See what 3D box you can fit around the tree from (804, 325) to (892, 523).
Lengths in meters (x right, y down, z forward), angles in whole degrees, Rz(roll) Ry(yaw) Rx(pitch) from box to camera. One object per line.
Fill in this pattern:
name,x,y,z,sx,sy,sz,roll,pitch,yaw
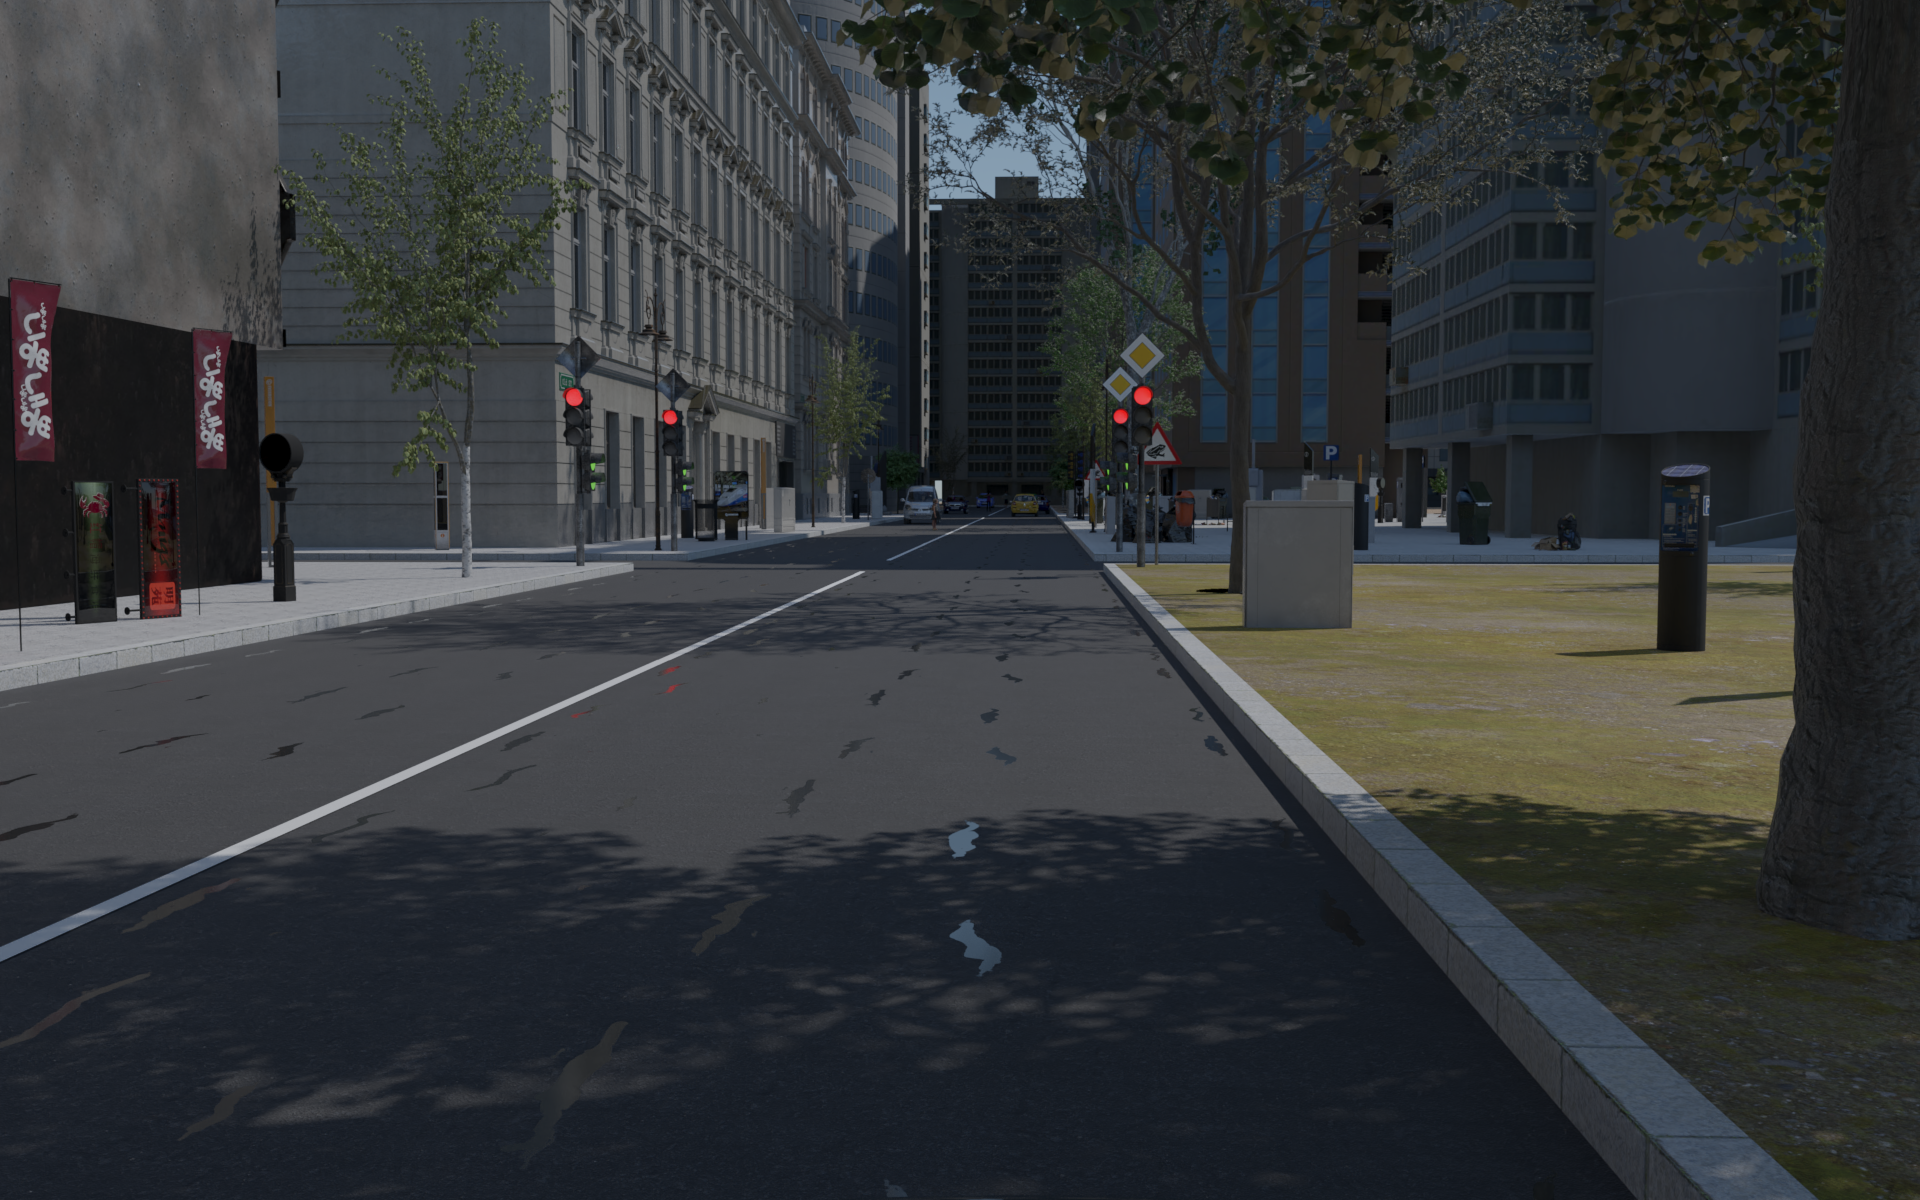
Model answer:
tree,-5.122,-7.708,76.385,4.737,8.622,4.395,0,3,0

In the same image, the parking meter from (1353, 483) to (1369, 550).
parking meter,9.148,-1.906,39.572,0.372,1.533,0.369,0,3,0

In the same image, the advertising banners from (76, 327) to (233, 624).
advertising banners,-8.269,-1.320,17.774,0.090,3.025,2.074,2,4,26

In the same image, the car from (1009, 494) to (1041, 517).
car,4.149,-6.137,110.571,2.015,1.641,3.980,0,4,3

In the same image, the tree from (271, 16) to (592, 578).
tree,-7.831,-4.651,26.405,4.737,8.622,4.395,0,3,0

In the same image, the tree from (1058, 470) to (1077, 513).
tree,7.585,-7.477,116.852,1.663,3.219,1.824,0,3,0

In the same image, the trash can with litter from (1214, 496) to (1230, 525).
trash can with litter,10.113,-3.704,71.615,2.233,1.210,1.678,2,4,27

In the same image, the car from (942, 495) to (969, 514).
car,-0.301,-6.948,126.176,1.945,1.354,3.894,0,4,2

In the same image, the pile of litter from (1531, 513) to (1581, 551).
pile of litter,13.672,-1.578,39.759,1.176,0.858,1.719,3,5,44

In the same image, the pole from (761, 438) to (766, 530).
pole,-7.111,-4.210,62.672,0.158,3.312,0.155,0,3,0

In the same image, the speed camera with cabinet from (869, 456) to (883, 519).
speed camera with cabinet,-4.333,-5.805,89.253,0.660,3.252,2.038,0,4,-6

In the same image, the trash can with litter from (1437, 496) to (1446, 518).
trash can with litter,27.033,-5.111,94.624,2.233,1.210,1.678,0,4,2

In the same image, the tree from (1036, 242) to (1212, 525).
tree,6.679,-8.911,71.442,9.928,11.665,9.643,0,3,0

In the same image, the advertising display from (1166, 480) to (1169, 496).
advertising display,9.517,-4.538,79.409,0.123,1.923,0.974,0,4,6

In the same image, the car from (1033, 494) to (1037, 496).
car,6.899,-9.872,170.203,1.959,1.807,4.718,0,4,3

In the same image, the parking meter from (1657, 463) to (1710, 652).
parking meter,5.935,-0.355,14.213,0.372,1.533,0.369,0,3,0

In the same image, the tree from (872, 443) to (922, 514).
tree,-4.057,-7.775,110.829,4.285,4.588,4.351,0,3,0

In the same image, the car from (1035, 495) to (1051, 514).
car,5.574,-6.855,124.659,1.945,1.354,3.894,0,4,1

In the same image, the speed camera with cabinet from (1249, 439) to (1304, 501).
speed camera with cabinet,11.272,-4.164,62.420,2.038,3.252,0.660,1,4,13

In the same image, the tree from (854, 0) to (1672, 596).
tree,3.503,-6.829,22.020,12.009,13.543,11.850,0,3,0

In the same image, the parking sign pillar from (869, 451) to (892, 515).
parking sign pillar,-4.924,-7.235,106.769,1.447,3.967,1.447,1,4,16

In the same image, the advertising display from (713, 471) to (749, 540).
advertising display,-6.349,-2.621,48.063,0.974,1.923,0.123,-1,4,-17

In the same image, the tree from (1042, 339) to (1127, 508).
tree,6.535,-8.002,81.197,4.737,8.622,4.395,0,3,0

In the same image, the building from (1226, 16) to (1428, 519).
building,18.262,-27.270,95.970,14.600,45.320,14.200,0,4,3

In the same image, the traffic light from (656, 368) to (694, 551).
traffic light,-6.388,-3.045,38.708,0.839,4.253,0.868,0,4,3

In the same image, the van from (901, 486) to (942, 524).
van,-1.849,-4.711,84.040,2.013,2.044,4.112,0,4,1

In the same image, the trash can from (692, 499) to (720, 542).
trash can,-6.879,-2.159,46.958,0.748,1.137,0.748,0,3,0

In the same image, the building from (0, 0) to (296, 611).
building,-18.820,-9.335,20.087,16.811,18.784,16.820,0,4,3

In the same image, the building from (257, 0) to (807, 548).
building,-16.527,-17.480,62.212,17.030,29.872,44.131,0,4,3

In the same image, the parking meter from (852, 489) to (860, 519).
parking meter,-5.326,-4.915,88.769,0.372,1.533,0.369,0,3,0

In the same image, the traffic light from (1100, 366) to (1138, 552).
traffic light,3.514,-3.019,38.284,0.839,4.253,0.868,0,4,3

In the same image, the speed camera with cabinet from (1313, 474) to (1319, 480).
speed camera with cabinet,15.206,-5.145,78.451,2.038,3.252,0.660,0,4,-5

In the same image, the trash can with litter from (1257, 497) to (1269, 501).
trash can with litter,13.041,-3.856,74.433,0.624,1.170,1.055,1,4,14

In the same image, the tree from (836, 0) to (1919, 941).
tree,2.908,-6.012,4.947,9.857,13.997,8.962,0,3,0

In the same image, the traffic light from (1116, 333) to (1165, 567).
traffic light,3.158,-2.531,30.307,0.839,4.253,0.868,0,4,3

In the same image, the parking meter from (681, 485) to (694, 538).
parking meter,-7.946,-2.571,50.442,0.372,1.533,0.369,0,3,0

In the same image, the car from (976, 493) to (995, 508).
car,2.617,-10.260,177.336,1.945,1.707,3.694,0,4,4

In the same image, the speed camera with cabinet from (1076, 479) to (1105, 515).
speed camera with cabinet,8.023,-6.846,106.274,2.038,3.252,0.660,3,5,45

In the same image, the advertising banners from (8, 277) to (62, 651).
advertising banners,-7.809,-1.061,13.535,0.090,3.025,2.074,1,4,18

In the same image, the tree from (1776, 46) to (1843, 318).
tree,14.127,-4.568,25.048,4.737,8.622,4.395,0,3,0

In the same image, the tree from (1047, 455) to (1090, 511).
tree,8.405,-9.151,133.335,4.285,4.588,4.351,0,3,0

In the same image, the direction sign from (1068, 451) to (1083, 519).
direction sign,6.053,-6.041,90.763,0.876,3.537,0.379,2,4,23

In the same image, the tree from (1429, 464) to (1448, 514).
tree,30.802,-7.125,111.094,1.663,3.219,1.824,0,3,0

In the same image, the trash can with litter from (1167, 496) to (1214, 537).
trash can with litter,6.370,-2.506,52.026,1.678,1.210,2.233,-1,4,-12

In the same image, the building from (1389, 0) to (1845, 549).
building,27.466,-22.176,54.458,23.993,40.220,32.217,0,4,3

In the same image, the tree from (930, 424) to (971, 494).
tree,-0.943,-14.160,181.871,4.360,8.622,3.978,0,3,0

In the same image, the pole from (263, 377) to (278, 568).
pole,-12.014,-2.223,30.195,0.158,3.312,0.155,0,3,0

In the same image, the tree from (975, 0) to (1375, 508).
tree,6.057,-11.734,47.740,12.611,20.169,13.585,0,3,0

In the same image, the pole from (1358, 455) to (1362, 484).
pole,20.608,-5.840,89.328,0.158,3.312,0.155,0,3,0

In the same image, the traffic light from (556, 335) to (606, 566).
traffic light,-6.744,-2.557,30.731,0.839,4.253,0.868,0,4,3

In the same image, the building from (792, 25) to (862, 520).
building,-13.456,-18.871,95.929,14.401,28.519,23.554,0,4,3
